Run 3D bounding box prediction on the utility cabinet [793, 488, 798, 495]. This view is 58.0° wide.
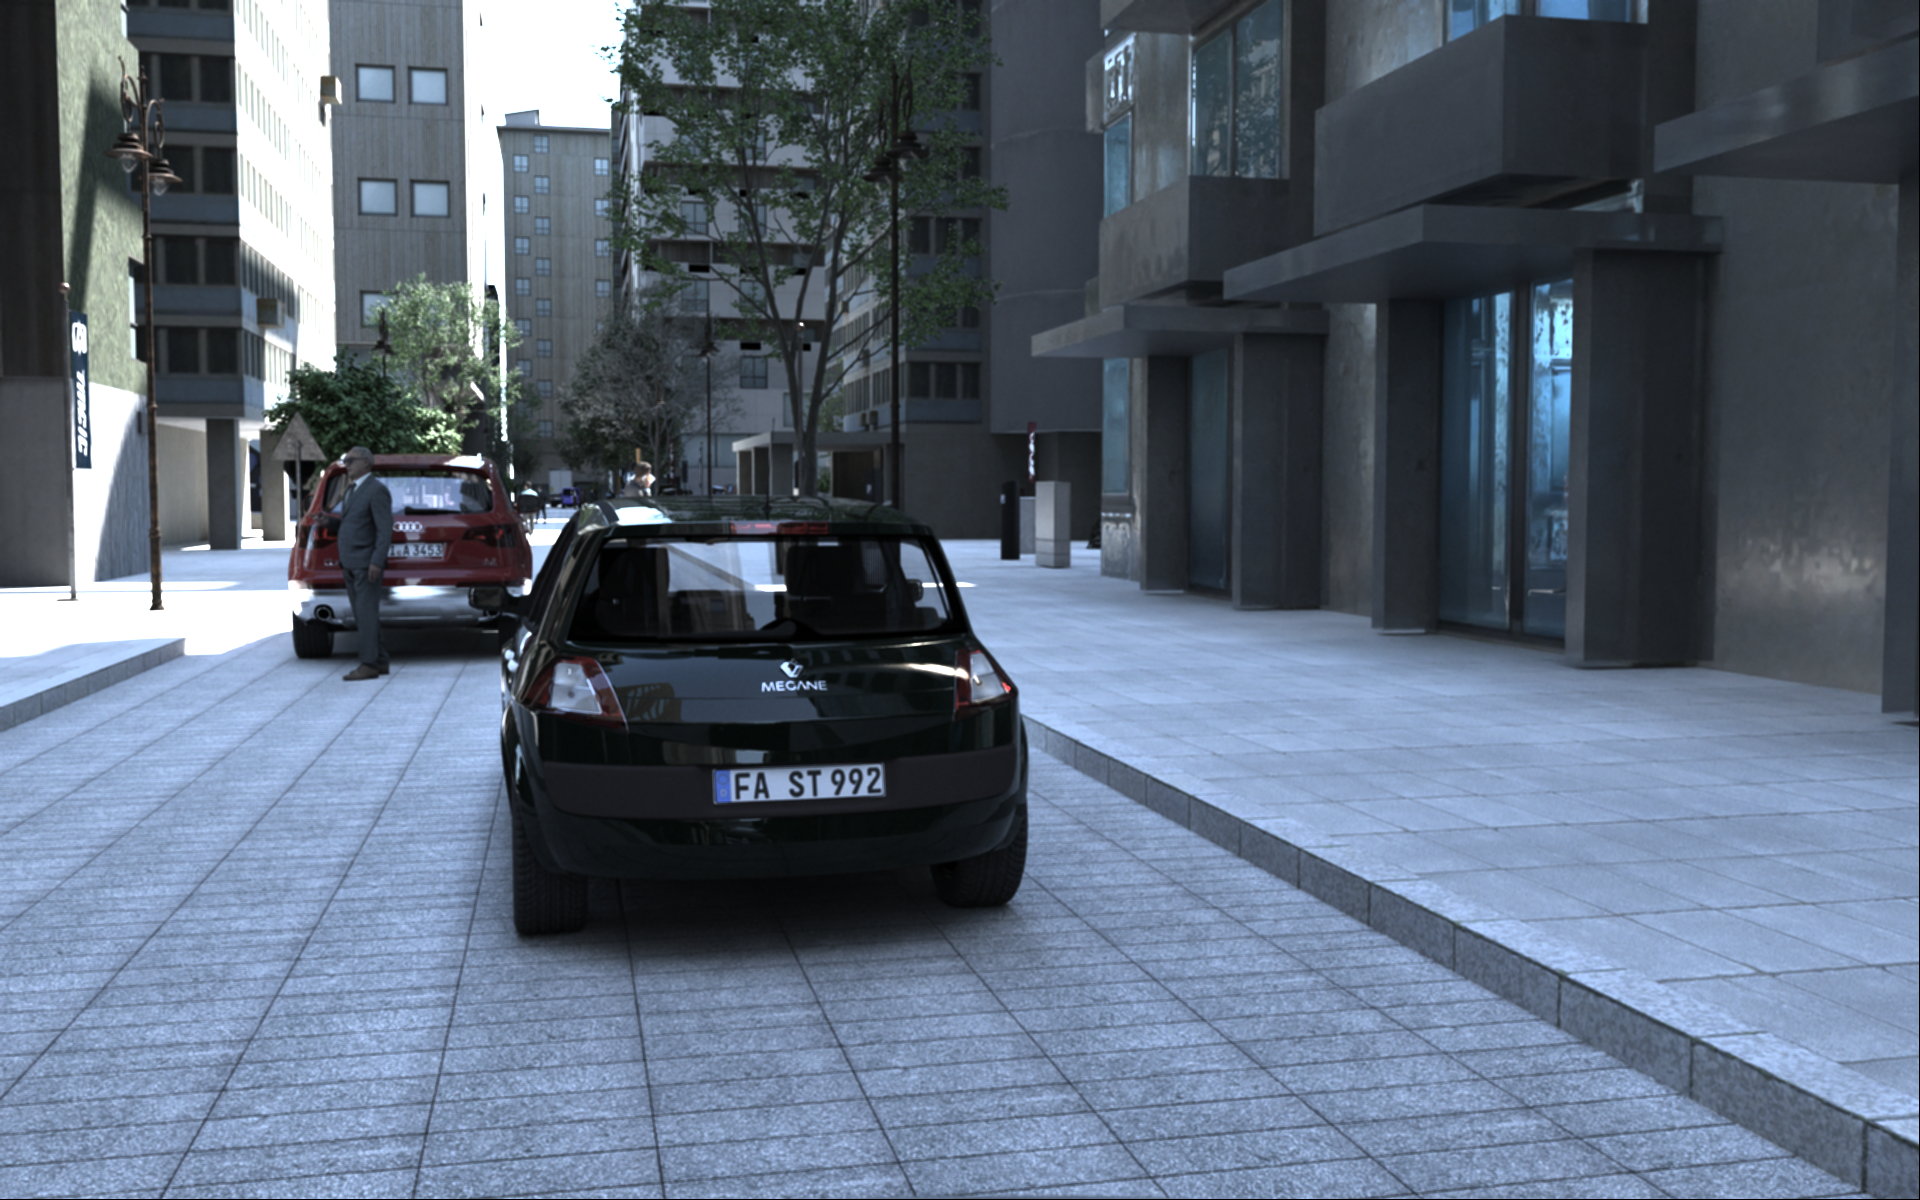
[{"bbox_3d":[-6.710,-3.625,67.949,1.173,1.500,0.318,-1,4,-17],"label":"utility cabinet"}]

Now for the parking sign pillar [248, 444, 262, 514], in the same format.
[{"bbox_3d":[-32.963,-5.611,80.209,1.447,3.967,1.447,1,4,9],"label":"parking sign pillar"}]

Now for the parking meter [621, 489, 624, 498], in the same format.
[{"bbox_3d":[-18.128,-5.203,93.483,0.372,1.533,0.369,0,3,0],"label":"parking meter"}]

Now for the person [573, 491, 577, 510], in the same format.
[{"bbox_3d":[-34.879,-9.059,157.337,0.721,1.736,1.217,-1,4,-12],"label":"person"}]

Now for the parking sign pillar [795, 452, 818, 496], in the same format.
[{"bbox_3d":[-8.839,-6.796,99.586,1.447,3.967,1.447,0,4,-1],"label":"parking sign pillar"}]

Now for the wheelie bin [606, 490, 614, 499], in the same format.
[{"bbox_3d":[-27.784,-7.936,137.656,0.693,1.594,0.980,-1,4,-16],"label":"wheelie bin"}]

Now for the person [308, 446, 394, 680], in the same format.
[{"bbox_3d":[-4.724,-0.295,13.507,0.661,1.801,0.590,3,5,43],"label":"person"}]

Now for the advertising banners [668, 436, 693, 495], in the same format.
[{"bbox_3d":[-8.558,-3.474,52.987,0.090,3.025,2.074,1,4,11],"label":"advertising banners"}]

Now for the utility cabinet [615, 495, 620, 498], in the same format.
[{"bbox_3d":[-27.735,-7.854,139.568,1.020,1.237,0.306,-3,4,-39],"label":"utility cabinet"}]

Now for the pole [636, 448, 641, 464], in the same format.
[{"bbox_3d":[-14.282,-5.089,77.041,0.158,3.312,0.155,0,3,0],"label":"pole"}]

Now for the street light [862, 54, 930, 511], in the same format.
[{"bbox_3d":[-0.705,-2.814,18.803,0.468,5.910,1.993,-1,4,-13],"label":"street light"}]

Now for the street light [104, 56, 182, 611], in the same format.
[{"bbox_3d":[-8.833,-2.819,18.878,0.468,5.910,1.993,-1,4,-13],"label":"street light"}]

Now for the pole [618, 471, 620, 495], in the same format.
[{"bbox_3d":[-29.046,-9.402,147.564,0.158,3.312,0.155,0,3,0],"label":"pole"}]

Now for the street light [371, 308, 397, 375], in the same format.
[{"bbox_3d":[-14.321,-4.305,43.182,0.468,5.910,1.993,-1,4,-13],"label":"street light"}]

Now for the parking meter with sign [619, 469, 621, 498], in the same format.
[{"bbox_3d":[-23.332,-7.549,119.691,0.543,3.016,1.738,-1,4,-8],"label":"parking meter with sign"}]

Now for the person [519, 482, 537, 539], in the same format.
[{"bbox_3d":[-13.690,-2.846,55.047,0.620,1.820,0.660,3,4,39],"label":"person"}]

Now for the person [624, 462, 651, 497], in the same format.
[{"bbox_3d":[-4.160,-0.871,22.555,0.447,1.846,0.655,-2,4,-25],"label":"person"}]

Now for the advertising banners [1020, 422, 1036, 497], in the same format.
[{"bbox_3d":[1.445,-2.778,41.602,0.090,3.025,2.074,2,4,24],"label":"advertising banners"}]

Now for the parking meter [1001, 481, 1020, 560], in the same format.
[{"bbox_3d":[0.986,-1.558,33.892,0.372,1.533,0.369,0,3,0],"label":"parking meter"}]

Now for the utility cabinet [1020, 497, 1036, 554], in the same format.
[{"bbox_3d":[1.438,-1.586,37.100,1.020,1.237,0.306,-1,4,-13],"label":"utility cabinet"}]

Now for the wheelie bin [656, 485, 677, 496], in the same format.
[{"bbox_3d":[-9.813,-3.087,58.380,0.980,1.594,0.693,-2,4,-27],"label":"wheelie bin"}]

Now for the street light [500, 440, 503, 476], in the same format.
[{"bbox_3d":[-33.054,-9.306,124.944,0.468,5.910,1.993,-1,4,-13],"label":"street light"}]

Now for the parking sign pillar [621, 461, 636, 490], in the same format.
[{"bbox_3d":[-22.193,-7.851,116.832,1.447,3.967,1.447,1,4,19],"label":"parking sign pillar"}]

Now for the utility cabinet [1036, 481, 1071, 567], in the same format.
[{"bbox_3d":[1.638,-1.327,30.372,0.318,1.500,1.173,-1,4,-13],"label":"utility cabinet"}]

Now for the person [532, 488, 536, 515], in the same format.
[{"bbox_3d":[-29.582,-6.816,120.041,0.679,1.850,0.850,2,4,26],"label":"person"}]

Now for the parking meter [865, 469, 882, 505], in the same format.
[{"bbox_3d":[-2.024,-2.125,40.462,0.255,1.863,0.399,-3,4,-36],"label":"parking meter"}]

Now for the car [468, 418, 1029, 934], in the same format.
[{"bbox_3d":[-1.004,0.160,7.178,2.009,1.686,4.222,-1,4,-15],"label":"car"}]

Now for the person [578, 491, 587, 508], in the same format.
[{"bbox_3d":[-34.926,-9.247,160.235,0.990,1.755,0.434,2,4,25],"label":"person"}]

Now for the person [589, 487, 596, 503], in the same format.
[{"bbox_3d":[-25.903,-6.999,122.299,0.648,1.900,0.474,2,4,27],"label":"person"}]

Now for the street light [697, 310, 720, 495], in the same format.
[{"bbox_3d":[-6.306,-4.326,43.520,0.468,5.910,1.993,-1,4,-13],"label":"street light"}]

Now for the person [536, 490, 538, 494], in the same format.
[{"bbox_3d":[-39.052,-9.246,159.757,0.705,1.814,1.350,-3,4,-37],"label":"person"}]

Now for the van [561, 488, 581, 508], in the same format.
[{"bbox_3d":[-39.040,-10.377,174.041,2.240,2.365,5.245,-1,4,-11],"label":"van"}]

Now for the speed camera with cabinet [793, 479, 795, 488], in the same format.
[{"bbox_3d":[-10.530,-6.795,105.427,2.038,3.252,0.660,-2,4,-27],"label":"speed camera with cabinet"}]

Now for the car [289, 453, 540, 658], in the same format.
[{"bbox_3d":[-5.237,-0.500,16.845,2.281,1.827,5.304,-1,4,-15],"label":"car"}]

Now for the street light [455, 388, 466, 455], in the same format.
[{"bbox_3d":[-21.798,-6.294,75.692,0.468,5.910,1.993,-1,4,-13],"label":"street light"}]

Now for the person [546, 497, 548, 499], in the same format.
[{"bbox_3d":[-39.832,-9.554,164.705,1.348,1.824,0.705,0,4,4],"label":"person"}]

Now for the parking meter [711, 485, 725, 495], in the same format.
[{"bbox_3d":[-6.792,-2.462,48.670,0.372,1.533,0.369,0,3,0],"label":"parking meter"}]

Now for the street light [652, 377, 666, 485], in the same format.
[{"bbox_3d":[-11.883,-5.849,68.411,0.468,5.910,1.993,-1,4,-13],"label":"street light"}]

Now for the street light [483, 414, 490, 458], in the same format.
[{"bbox_3d":[-27.302,-7.780,99.993,0.468,5.910,1.993,-1,4,-13],"label":"street light"}]

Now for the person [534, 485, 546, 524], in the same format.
[{"bbox_3d":[-20.175,-4.580,83.166,0.755,1.850,0.659,2,4,34],"label":"person"}]
